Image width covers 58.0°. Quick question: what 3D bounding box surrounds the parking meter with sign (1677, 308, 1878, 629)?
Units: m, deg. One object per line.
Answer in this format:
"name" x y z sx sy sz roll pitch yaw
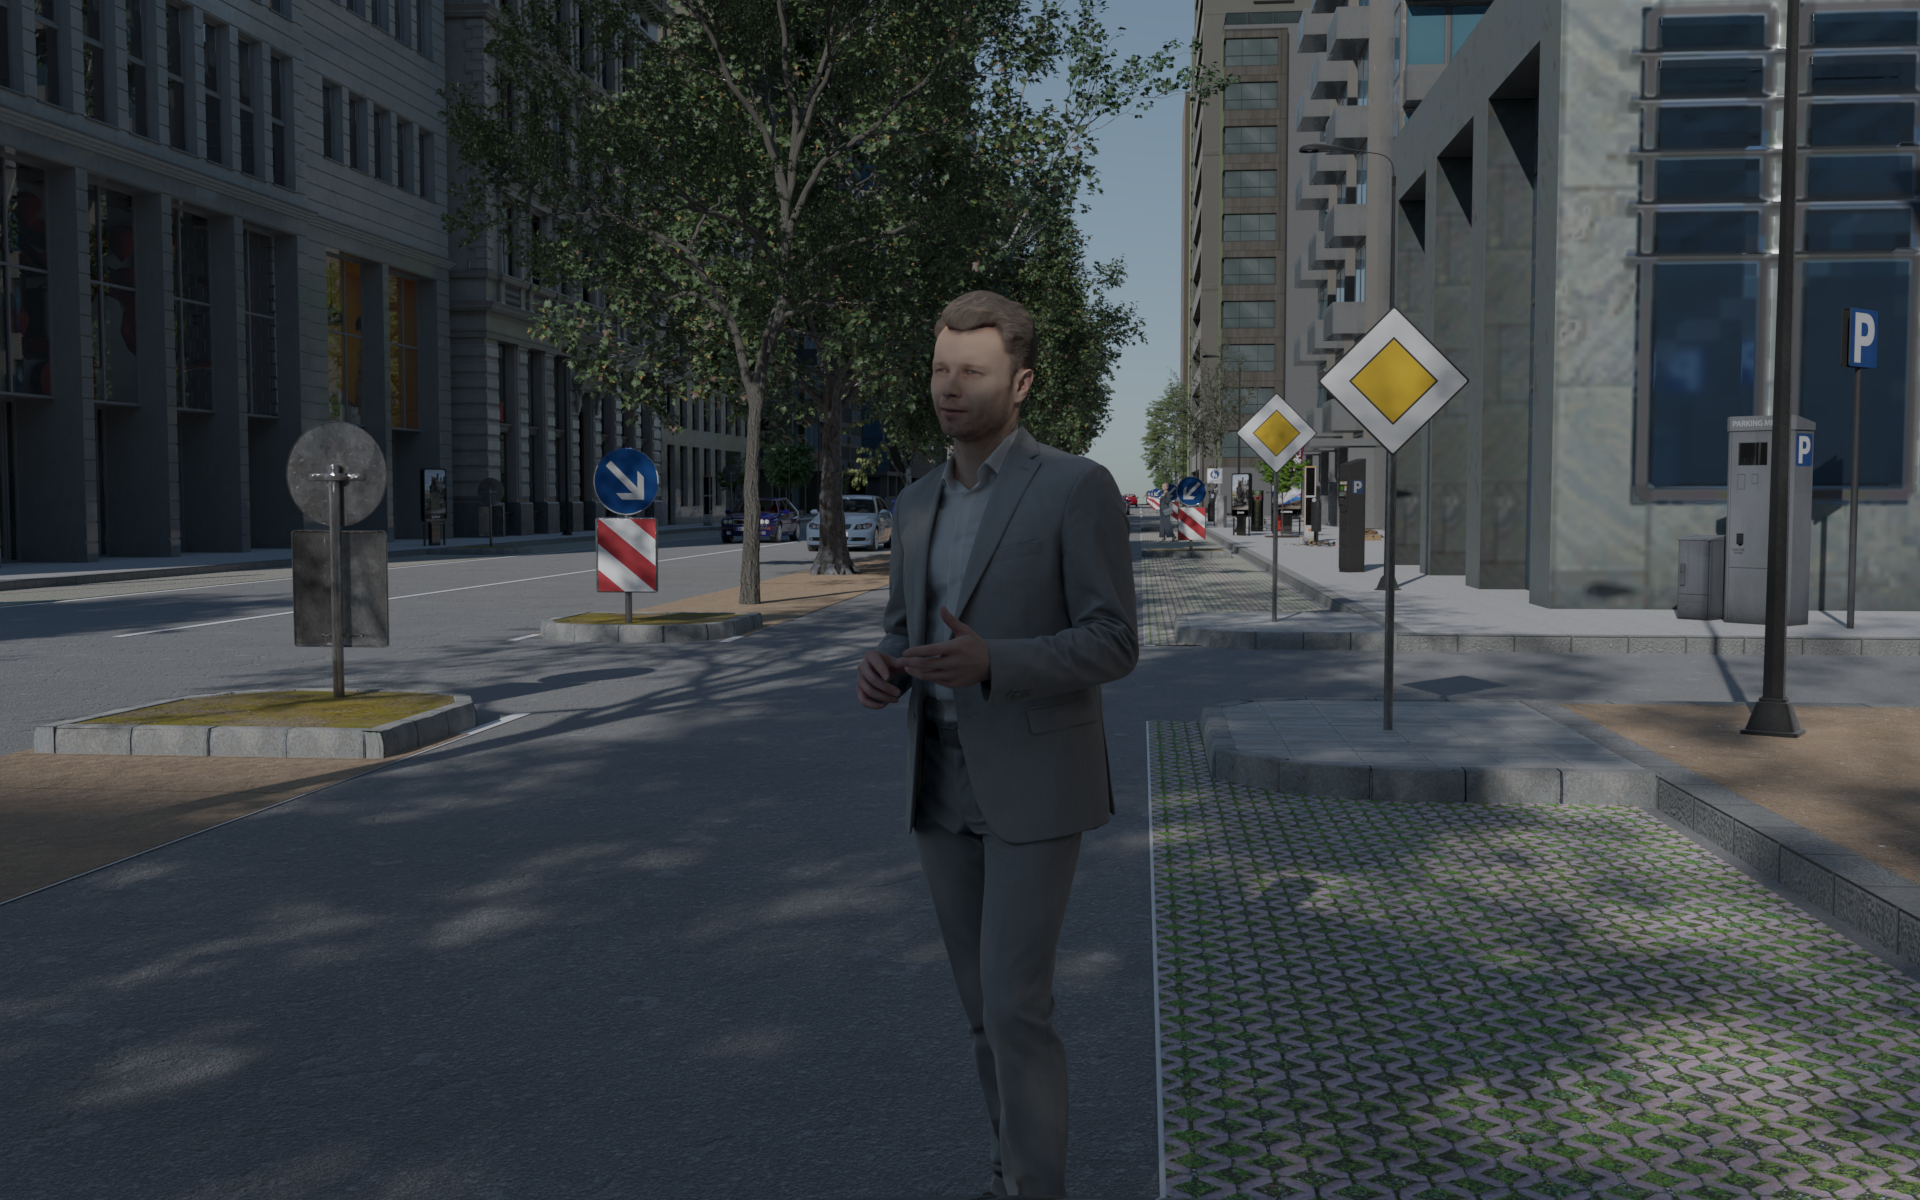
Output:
"parking meter with sign" 7.993 -1.274 17.091 0.543 3.016 1.738 -3 4 -38

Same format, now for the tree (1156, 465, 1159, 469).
"tree" 28.294 -17.608 238.246 4.360 8.622 3.978 0 3 0

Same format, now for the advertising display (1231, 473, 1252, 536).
"advertising display" 8.665 -2.940 53.291 0.123 1.923 0.974 -2 4 -24

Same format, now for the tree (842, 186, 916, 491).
"tree" -1.226 -5.307 39.589 4.737 8.622 4.395 0 3 0

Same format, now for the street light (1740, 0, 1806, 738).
"street light" 3.819 -2.240 9.165 1.470 5.913 1.316 0 4 6

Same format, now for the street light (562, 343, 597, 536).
"street light" -11.660 -4.953 53.525 1.470 5.913 1.316 0 4 6

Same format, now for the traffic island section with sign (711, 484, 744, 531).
"traffic island section with sign" -8.628 -3.649 68.291 1.989 1.847 2.006 0 4 6

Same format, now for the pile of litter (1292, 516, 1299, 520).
"pile of litter" 16.417 -4.503 87.585 1.719 0.858 1.176 1 4 16

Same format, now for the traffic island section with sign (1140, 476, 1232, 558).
"traffic island section with sign" 5.146 -1.887 39.488 1.989 1.847 2.006 0 4 6

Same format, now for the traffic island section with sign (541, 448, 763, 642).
"traffic island section with sign" -3.219 -0.585 17.706 2.006 1.907 1.989 0 4 6

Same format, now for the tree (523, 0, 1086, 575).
"tree" -2.276 -6.783 30.373 9.611 12.733 9.660 0 3 0

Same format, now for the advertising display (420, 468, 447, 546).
"advertising display" -13.092 -2.317 43.096 0.123 1.923 0.974 1 4 17

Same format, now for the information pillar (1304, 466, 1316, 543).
"information pillar" 9.227 -2.519 45.671 0.304 2.012 0.304 1 4 9

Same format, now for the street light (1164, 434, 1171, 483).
"street light" 16.663 -9.841 133.433 1.470 5.913 1.316 0 4 6

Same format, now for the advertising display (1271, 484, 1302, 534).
"advertising display" 10.482 -3.081 55.582 0.974 1.923 0.123 1 4 14

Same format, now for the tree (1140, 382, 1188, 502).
"tree" 21.635 -15.732 175.338 7.486 12.596 7.792 0 3 0

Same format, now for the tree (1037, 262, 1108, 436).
"tree" 2.879 -9.723 79.557 7.486 12.596 7.792 0 3 0

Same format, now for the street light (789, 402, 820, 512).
"street light" -8.083 -7.047 87.758 1.470 5.913 1.316 0 4 6

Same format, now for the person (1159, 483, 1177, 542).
"person" 6.145 -2.610 51.594 0.534 1.772 0.576 -3 4 -36

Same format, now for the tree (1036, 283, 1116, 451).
"tree" 3.747 -10.955 88.226 9.857 13.997 8.962 0 3 0

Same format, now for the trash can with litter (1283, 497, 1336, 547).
"trash can with litter" 8.774 -1.951 42.964 1.678 1.210 2.233 0 4 5

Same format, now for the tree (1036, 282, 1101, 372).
"tree" 2.322 -8.693 70.343 9.928 11.665 9.643 0 3 0

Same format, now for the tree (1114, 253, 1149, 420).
"tree" 1.731 -8.607 60.196 9.611 12.733 9.660 0 3 0

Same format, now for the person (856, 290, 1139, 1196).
"person" 0.005 0.340 3.149 0.606 1.804 0.583 3 5 39

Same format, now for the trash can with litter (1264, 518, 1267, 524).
"trash can with litter" 12.692 -3.826 73.944 0.624 1.170 1.055 -2 4 -32

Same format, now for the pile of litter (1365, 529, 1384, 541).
"pile of litter" 11.286 -2.097 48.245 1.176 0.858 1.719 3 5 40

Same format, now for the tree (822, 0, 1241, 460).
"tree" 0.937 -11.588 47.818 12.611 20.169 13.585 0 3 0

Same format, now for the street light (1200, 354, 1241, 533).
"street light" 8.745 -5.205 57.642 1.470 5.913 1.316 0 4 6

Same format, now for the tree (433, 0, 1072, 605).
"tree" -2.778 -5.192 21.753 8.767 10.594 7.601 0 4 6

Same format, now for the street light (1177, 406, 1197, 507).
"street light" 12.348 -7.299 91.873 1.470 5.913 1.316 0 4 6

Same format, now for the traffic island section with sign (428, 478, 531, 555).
"traffic island section with sign" -11.410 -2.009 41.479 1.989 1.847 2.006 0 4 6

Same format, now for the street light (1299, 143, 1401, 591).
"street light" 5.182 -3.088 23.038 1.470 5.913 1.316 0 4 6

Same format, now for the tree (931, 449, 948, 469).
"tree" -1.185 -13.280 167.490 4.360 8.622 3.978 0 3 0

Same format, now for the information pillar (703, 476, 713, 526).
"information pillar" -10.239 -4.027 70.339 0.304 2.012 0.304 1 4 13

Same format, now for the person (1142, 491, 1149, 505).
"person" 21.937 -11.868 202.482 1.348 1.831 0.705 3 5 42

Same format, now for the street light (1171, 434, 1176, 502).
"street light" 12.916 -7.706 98.542 1.470 5.913 1.316 0 4 6

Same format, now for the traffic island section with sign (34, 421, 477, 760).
"traffic island section with sign" -3.993 -0.135 10.339 2.006 1.907 1.989 0 4 6

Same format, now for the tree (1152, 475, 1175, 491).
"tree" 29.010 -16.076 246.554 4.285 4.588 4.351 0 3 0
